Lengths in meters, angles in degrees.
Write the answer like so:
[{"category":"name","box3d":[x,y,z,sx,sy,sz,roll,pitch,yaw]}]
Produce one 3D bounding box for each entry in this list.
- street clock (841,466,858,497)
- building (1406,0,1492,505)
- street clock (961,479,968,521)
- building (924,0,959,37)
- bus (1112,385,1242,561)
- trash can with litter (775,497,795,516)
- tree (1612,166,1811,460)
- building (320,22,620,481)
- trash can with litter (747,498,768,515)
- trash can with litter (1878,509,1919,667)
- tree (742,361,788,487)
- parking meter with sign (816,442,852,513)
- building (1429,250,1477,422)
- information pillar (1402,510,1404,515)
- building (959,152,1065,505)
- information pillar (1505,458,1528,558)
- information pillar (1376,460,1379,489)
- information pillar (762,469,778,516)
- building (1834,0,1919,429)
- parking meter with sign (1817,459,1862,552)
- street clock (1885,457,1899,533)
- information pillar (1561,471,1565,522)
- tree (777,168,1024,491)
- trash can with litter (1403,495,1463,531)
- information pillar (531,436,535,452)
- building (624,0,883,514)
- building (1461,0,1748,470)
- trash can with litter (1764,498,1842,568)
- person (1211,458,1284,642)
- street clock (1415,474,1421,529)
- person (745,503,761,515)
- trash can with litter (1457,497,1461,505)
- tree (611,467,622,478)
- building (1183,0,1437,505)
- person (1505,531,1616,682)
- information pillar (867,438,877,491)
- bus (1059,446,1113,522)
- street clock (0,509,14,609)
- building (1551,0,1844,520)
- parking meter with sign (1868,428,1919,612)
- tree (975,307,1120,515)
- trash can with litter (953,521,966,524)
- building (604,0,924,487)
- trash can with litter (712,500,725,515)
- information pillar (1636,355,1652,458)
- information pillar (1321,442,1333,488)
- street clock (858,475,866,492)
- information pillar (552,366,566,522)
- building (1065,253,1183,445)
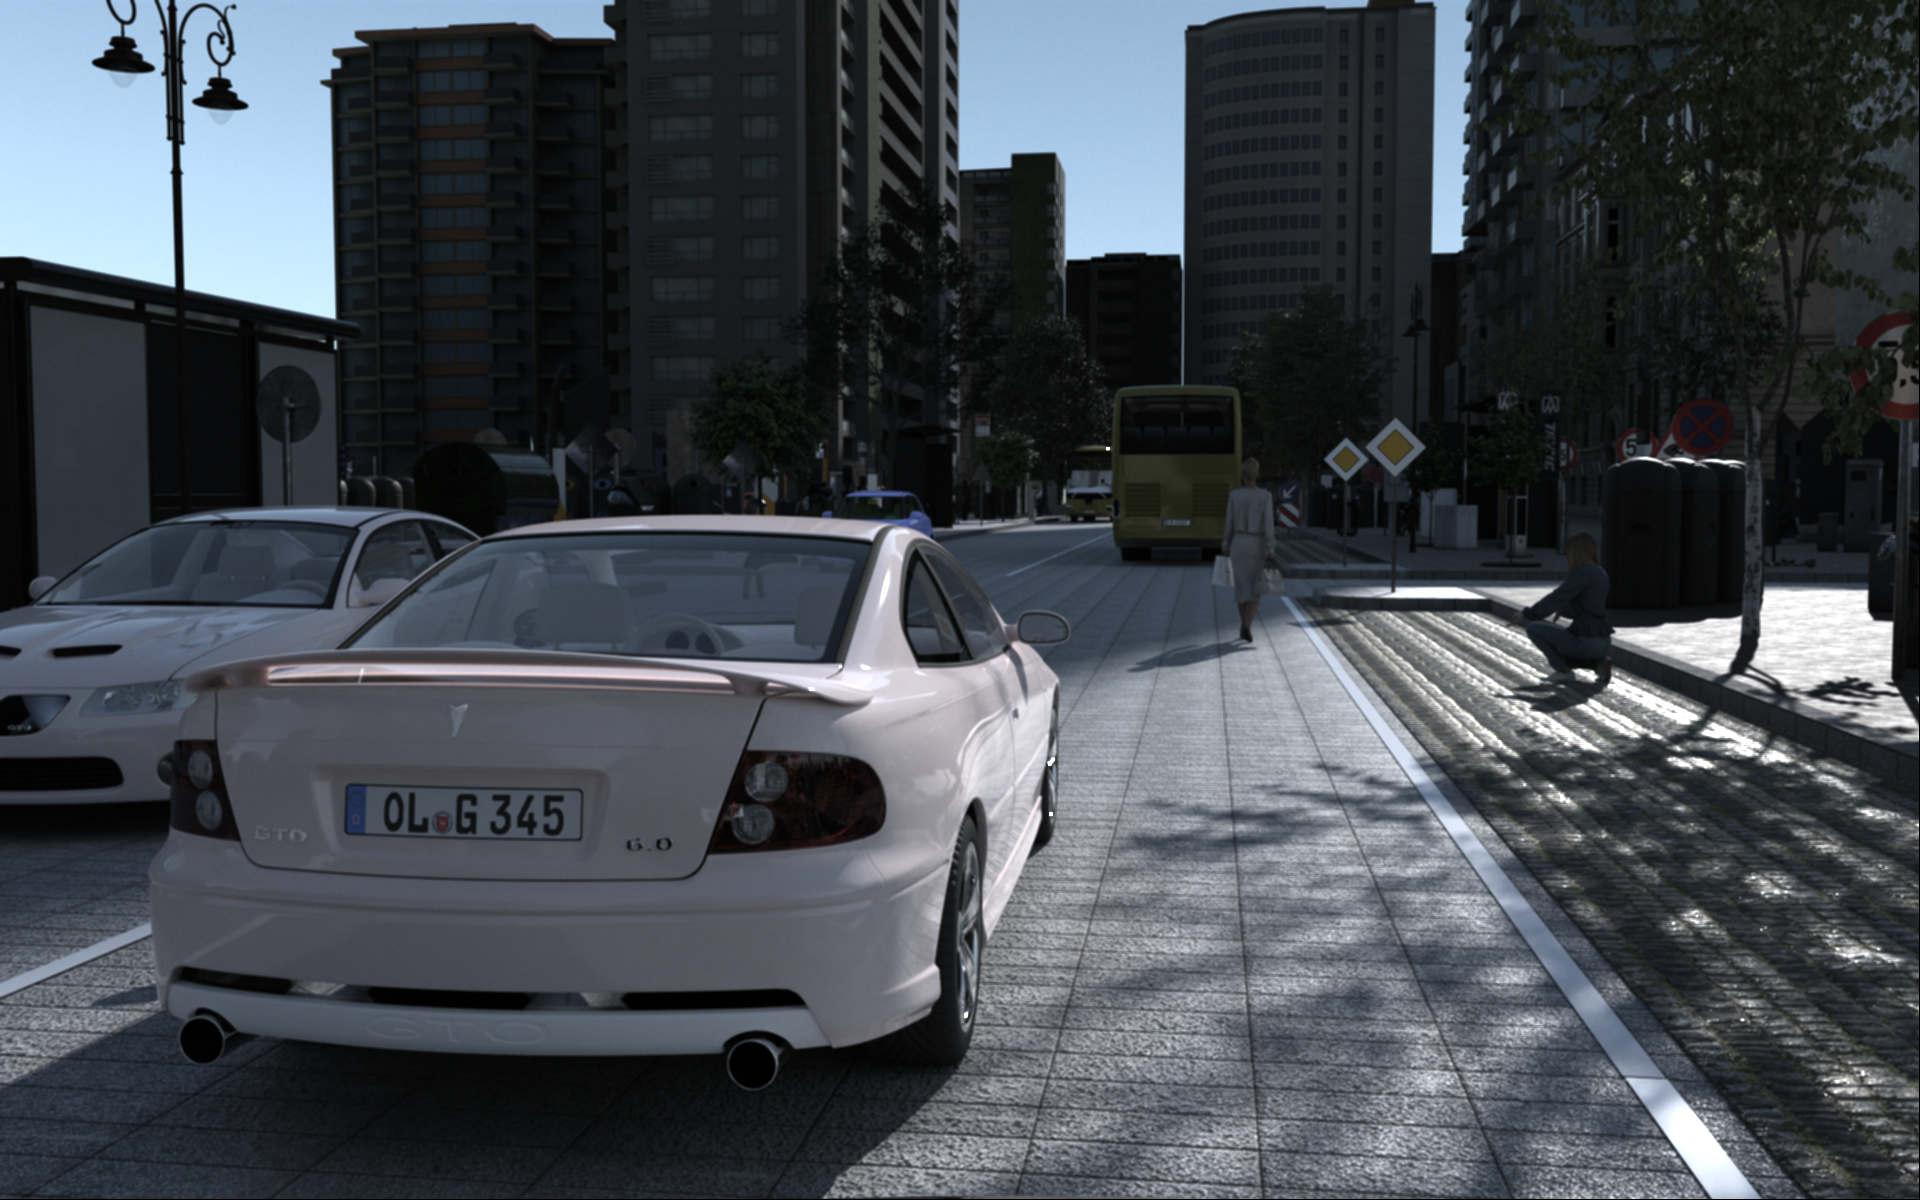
[{"category":"street clock","box3d":[-2.880,-2.433,44.342,0.358,2.002,0.471,0,4,-6]},{"category":"building","box3d":[51.191,-50.929,145.367,22.319,86.520,31.000,0,4,8]},{"category":"street clock","box3d":[0.218,-4.852,83.907,0.358,2.002,0.471,-1,4,-14]},{"category":"building","box3d":[-14.605,-37.829,160.503,28.212,58.520,21.231,0,4,8]},{"category":"bus","box3d":[5.009,-2.956,39.882,2.896,3.916,12.252,0,4,7]},{"category":"trash can with litter","box3d":[-11.639,-5.977,108.782,2.233,1.210,1.678,0,4,4]},{"category":"tree","box3d":[16.197,-5.309,37.171,4.360,8.622,3.978,0,3,0]},{"category":"building","box3d":[-43.135,-31.177,164.367,28.867,44.769,22.147,0,4,8]},{"category":"trash can with litter","box3d":[-6.010,-2.433,51.174,0.624,1.170,1.055,0,4,-2]},{"category":"trash can with litter","box3d":[7.437,-0.088,12.828,1.055,1.170,0.624,0,4,2]},{"category":"tree","box3d":[-11.035,-8.884,95.619,4.360,8.622,3.978,0,3,0]},{"category":"parking meter with sign","box3d":[-4.022,-3.824,58.787,1.738,3.016,0.543,-3,4,-38]},{"category":"building","box3d":[61.894,-26.507,205.086,14.107,30.474,14.160,0,4,8]},{"category":"information pillar","box3d":[26.302,-5.987,102.386,0.304,2.012,0.304,-1,4,-14]},{"category":"building","box3d":[5.359,-32.264,211.106,14.086,41.232,14.154,0,4,8]},{"category":"information pillar","box3d":[11.203,-1.857,34.849,0.304,2.012,0.304,-1,4,-20]},{"category":"information pillar","box3d":[19.296,-5.428,80.103,0.183,3.616,0.504,0,4,3]},{"category":"information pillar","box3d":[-5.735,-3.736,52.445,0.504,3.616,0.183,-1,4,-18]},{"category":"building","box3d":[33.860,-11.660,45.400,16.860,20.320,10.420,0,4,8]},{"category":"parking meter with sign","box3d":[19.908,-2.563,38.163,1.738,3.016,0.543,3,4,38]},{"category":"street clock","box3d":[18.207,-1.775,33.592,0.471,2.002,0.358,3,5,45]},{"category":"information pillar","box3d":[27.991,-5.441,80.309,0.183,3.616,0.504,2,4,25]},{"category":"tree","box3d":[-1.825,-7.037,49.463,7.601,10.594,8.767,1,4,17]},{"category":"trash can with litter","box3d":[16.139,-3.031,60.618,1.678,1.210,2.233,-1,4,-22]},{"category":"information pillar","box3d":[-17.070,-4.769,69.329,0.183,3.616,0.504,-1,4,-23]},{"category":"building","box3d":[-13.372,-26.449,116.034,14.154,41.232,14.086,0,4,8]},{"category":"building","box3d":[47.404,-30.365,116.069,23.786,49.044,30.456,0,4,8]},{"category":"trash can with litter","box3d":[14.594,-1.215,30.930,1.678,1.210,2.233,-2,4,-26]},{"category":"person","box3d":[2.785,-0.494,16.924,0.694,1.780,0.624,3,4,38]},{"category":"street clock","box3d":[16.503,-3.548,62.573,0.358,2.002,0.471,1,4,13]},{"category":"person","box3d":[-2.854,-0.670,23.733,0.475,1.303,0.640,1,4,9]},{"category":"trash can with litter","box3d":[19.029,-3.390,66.812,0.624,1.170,1.055,1,4,21]},{"category":"tree","box3d":[-20.062,-6.312,97.806,1.663,3.219,1.824,0,3,0]},{"category":"building","box3d":[41.231,-40.808,209.216,28.212,58.520,21.231,0,4,8]},{"category":"person","box3d":[4.561,0.050,13.181,1.012,1.151,0.738,-3,4,-39]},{"category":"information pillar","box3d":[-3.627,-4.931,71.970,0.504,3.616,0.183,3,5,39]},{"category":"bus","box3d":[7.392,-6.106,91.377,2.896,3.916,12.252,1,4,10]},{"category":"street clock","box3d":[-10.684,-0.897,19.243,0.471,2.002,0.358,2,4,27]},{"category":"building","box3d":[37.489,-16.165,83.375,14.460,24.649,34.723,0,4,8]},{"category":"parking meter with sign","box3d":[10.809,-1.402,19.180,1.738,3.016,0.543,-2,4,-29]},{"category":"tree","box3d":[5.257,-11.570,106.178,9.611,12.733,9.660,0,3,0]},{"category":"trash can with litter","box3d":[-0.574,-3.869,74.309,1.678,1.210,2.233,0,4,-2]},{"category":"building","box3d":[-14.982,-31.234,134.372,21.300,48.544,21.600,0,4,8]},{"category":"trash can with litter","box3d":[-6.023,-1.968,43.558,1.055,1.170,0.624,2,4,33]},{"category":"information pillar","box3d":[11.454,-2.307,29.075,0.183,3.616,0.504,0,4,4]},{"category":"information pillar","box3d":[15.817,-5.095,74.652,0.504,3.616,0.183,1,4,22]},{"category":"street clock","box3d":[-3.742,-3.665,64.494,0.358,2.002,0.471,-3,5,-41]},{"category":"information pillar","box3d":[-7.288,-2.456,31.506,0.183,3.616,0.504,0,4,5]},{"category":"building","box3d":[19.941,-26.847,210.647,14.107,30.474,14.160,0,4,8]}]
